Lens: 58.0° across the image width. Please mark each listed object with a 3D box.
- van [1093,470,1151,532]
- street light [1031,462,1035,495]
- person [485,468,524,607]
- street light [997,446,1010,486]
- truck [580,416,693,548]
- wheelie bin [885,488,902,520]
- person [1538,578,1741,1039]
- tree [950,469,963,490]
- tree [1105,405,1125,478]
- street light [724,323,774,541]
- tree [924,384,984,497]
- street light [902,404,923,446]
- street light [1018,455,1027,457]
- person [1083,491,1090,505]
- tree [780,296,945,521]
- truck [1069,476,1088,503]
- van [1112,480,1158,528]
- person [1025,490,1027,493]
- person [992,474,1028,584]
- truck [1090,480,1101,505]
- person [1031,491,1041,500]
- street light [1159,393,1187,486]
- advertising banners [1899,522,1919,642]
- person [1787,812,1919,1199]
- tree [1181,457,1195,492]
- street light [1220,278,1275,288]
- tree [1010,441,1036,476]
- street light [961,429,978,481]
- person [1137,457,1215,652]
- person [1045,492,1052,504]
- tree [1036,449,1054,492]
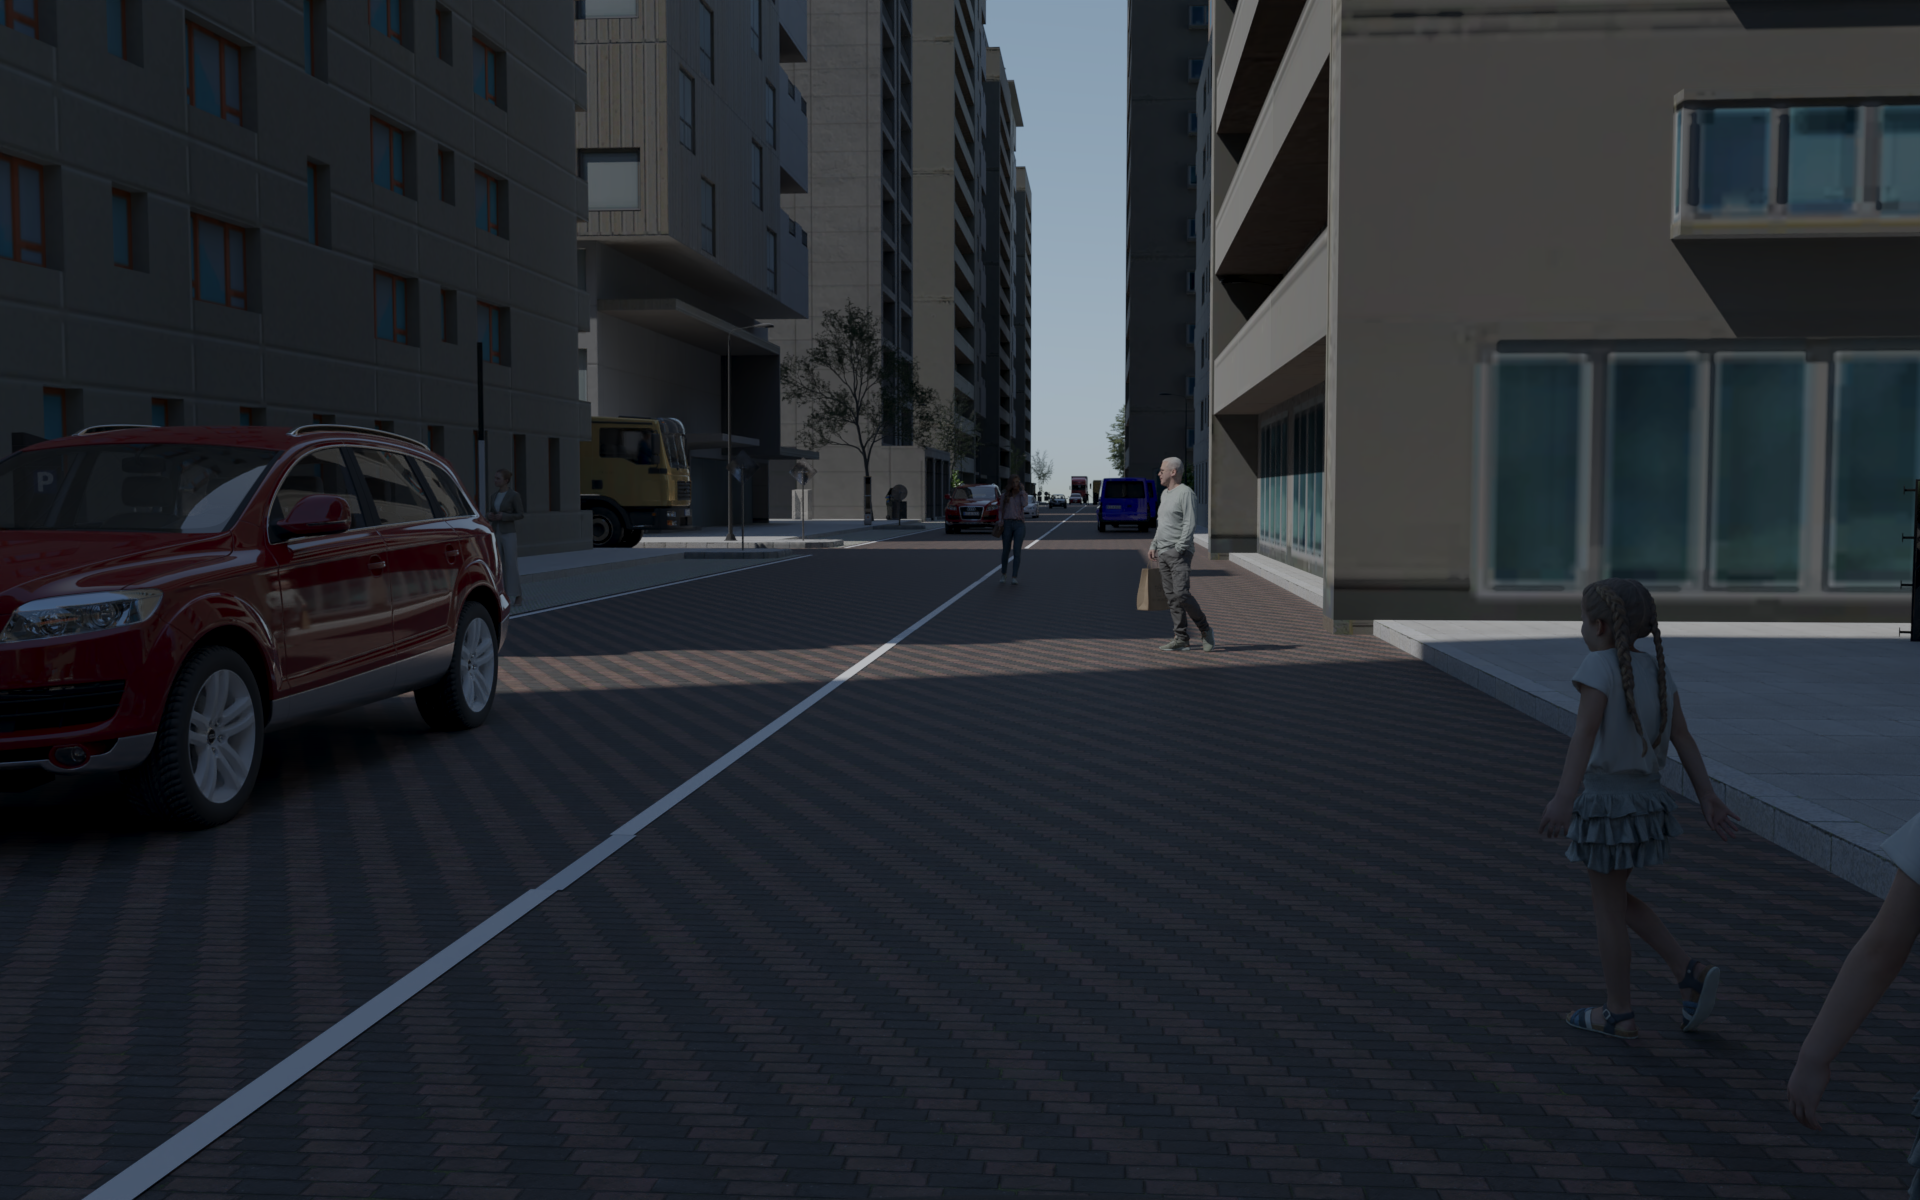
[{"bbox_3d":[6.250,-3.807,66.621,2.240,2.365,5.245,0,4,3],"label":"van"},{"bbox_3d":[10.765,-16.865,248.275,1.470,5.913,1.316,0,4,5],"label":"street light"},{"bbox_3d":[-5.822,-0.794,22.024,0.519,1.759,0.362,2,4,25],"label":"person"},{"bbox_3d":[4.089,-11.822,165.829,1.470,5.913,1.316,0,4,5],"label":"street light"},{"bbox_3d":[-10.914,-2.923,43.721,9.791,3.379,3.469,0,4,3],"label":"truck"},{"bbox_3d":[-3.239,-4.767,85.841,0.693,1.594,0.980,3,4,36],"label":"wheelie bin"},{"bbox_3d":[1.744,0.550,4.515,0.505,1.210,0.382,-3,4,-36],"label":"person"},{"bbox_3d":[-0.457,-7.777,121.757,1.663,3.219,1.824,0,3,0],"label":"tree"},{"bbox_3d":[20.586,-17.516,204.506,7.486,12.596,7.792,0,3,0],"label":"tree"},{"bbox_3d":[-5.753,-4.573,47.307,1.470,5.913,1.316,0,4,5],"label":"street light"},{"bbox_3d":[-0.601,-10.152,116.355,4.360,8.622,3.978,0,3,0],"label":"tree"},{"bbox_3d":[-2.406,-7.138,89.252,1.470,5.913,1.316,0,4,5],"label":"street light"},{"bbox_3d":[7.316,-14.318,206.637,1.470,5.913,1.316,0,4,5],"label":"street light"},{"bbox_3d":[16.474,-13.154,223.581,1.348,1.822,0.705,3,4,36],"label":"person"},{"bbox_3d":[-4.399,-9.009,81.717,8.767,10.594,7.601,-3,5,-39],"label":"tree"},{"bbox_3d":[18.658,-17.238,270.759,2.839,4.237,11.283,0,4,5],"label":"truck"},{"bbox_3d":[7.568,-4.349,75.483,2.240,2.365,5.245,0,4,4],"label":"van"},{"bbox_3d":[6.710,-10.268,176.343,1.348,1.831,0.705,-3,4,-38],"label":"person"},{"bbox_3d":[0.816,-1.143,27.779,0.593,1.750,0.643,0,4,8],"label":"person"},{"bbox_3d":[19.199,-14.548,233.782,3.469,3.379,9.791,0,4,5],"label":"truck"},{"bbox_3d":[8.512,-11.484,196.405,1.348,1.807,0.705,-2,4,-23],"label":"person"},{"bbox_3d":[9.809,-6.536,79.408,1.470,5.913,1.316,0,4,5],"label":"street light"},{"bbox_3d":[9.123,-1.124,14.564,2.074,3.025,0.090,2,4,26],"label":"advertising banners"},{"bbox_3d":[1.362,0.689,2.256,0.505,1.210,0.382,1,4,22],"label":"person"},{"bbox_3d":[13.029,-6.388,99.044,1.663,3.219,1.824,0,3,0],"label":"tree"},{"bbox_3d":[6.291,-3.963,37.334,1.470,5.913,1.316,0,4,5],"label":"street light"},{"bbox_3d":[5.285,-15.224,199.272,4.737,8.622,4.395,0,3,0],"label":"tree"},{"bbox_3d":[0.624,-9.275,124.193,1.470,5.913,1.316,0,4,5],"label":"street light"},{"bbox_3d":[1.980,-0.424,15.924,0.515,1.767,0.782,-1,4,-22],"label":"person"},{"bbox_3d":[13.056,-14.915,253.176,1.217,1.723,0.721,1,4,23],"label":"person"},{"bbox_3d":[13.188,-20.252,281.476,4.737,8.622,4.395,0,3,0],"label":"tree"}]
